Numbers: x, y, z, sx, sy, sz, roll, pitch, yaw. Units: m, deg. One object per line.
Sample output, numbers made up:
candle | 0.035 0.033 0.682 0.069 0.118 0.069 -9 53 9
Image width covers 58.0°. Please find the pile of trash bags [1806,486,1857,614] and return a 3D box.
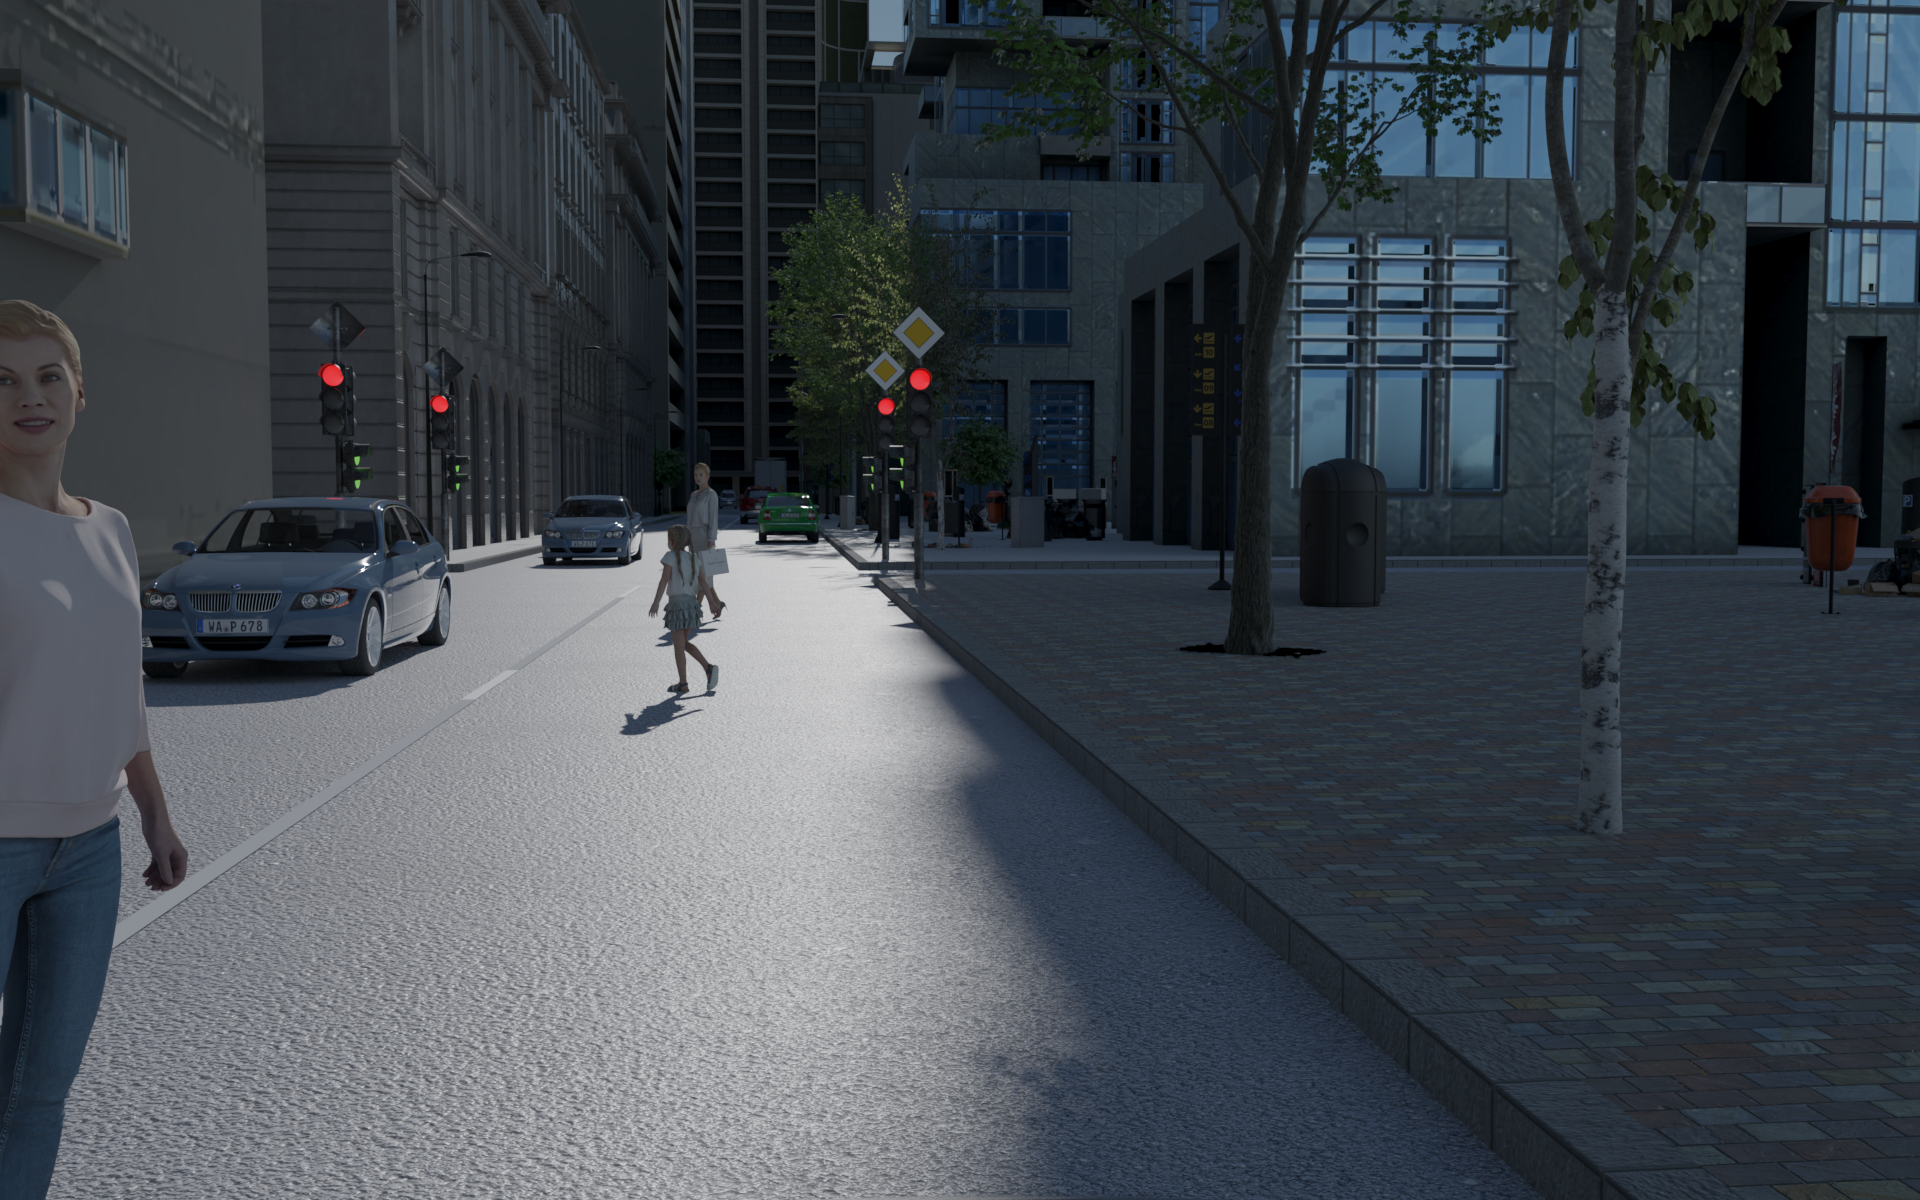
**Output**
pile of trash bags | 10.708 -0.515 18.168 3.447 1.369 1.912 2 4 23

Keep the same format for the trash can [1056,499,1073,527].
trash can | 3.367 -2.614 54.397 0.748 1.137 0.748 0 3 0

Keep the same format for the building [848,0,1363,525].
building | 5.698 -47.707 92.679 22.319 86.520 31.000 0 4 -6

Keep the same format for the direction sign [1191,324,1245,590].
direction sign | 3.514 -1.904 23.129 0.876 3.537 0.379 0 4 -4

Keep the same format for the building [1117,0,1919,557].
building | 20.132 -44.812 45.354 31.000 86.520 22.319 0 4 -6

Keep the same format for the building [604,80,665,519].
building | -22.122 -14.950 86.230 13.314 21.916 24.055 0 4 -6

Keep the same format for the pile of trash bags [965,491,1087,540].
pile of trash bags | 2.084 -2.442 49.684 3.447 1.369 1.912 -3 5 -42

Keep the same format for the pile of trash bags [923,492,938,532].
pile of trash bags | -0.366 -3.058 59.747 1.912 1.369 3.447 -2 4 -32

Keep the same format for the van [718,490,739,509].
van | -22.392 -9.813 167.460 2.013 2.044 4.112 0 4 -6

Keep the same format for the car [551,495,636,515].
car | -8.771 -1.822 41.798 2.014 1.417 4.499 0 4 -4

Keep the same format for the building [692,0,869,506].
building | -20.802 -46.648 200.950 20.611 71.187 20.563 0 4 -6

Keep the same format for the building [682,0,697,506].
building | -32.971 -36.656 141.320 21.231 58.520 28.212 0 4 -6

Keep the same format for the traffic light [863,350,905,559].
traffic light | -1.484 -2.757 34.001 0.839 4.253 0.868 0 4 -6

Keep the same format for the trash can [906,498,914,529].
trash can | -1.641 -3.229 64.452 0.748 1.137 0.748 0 3 0

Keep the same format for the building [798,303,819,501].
building | -1.908 -19.976 171.640 27.650 21.520 28.899 0 4 -6

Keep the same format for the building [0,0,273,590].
building | -19.216 -23.741 11.864 21.600 48.544 21.300 0 4 -6

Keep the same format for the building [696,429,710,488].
building | -40.782 -52.376 169.019 31.000 86.520 22.319 0 4 -6

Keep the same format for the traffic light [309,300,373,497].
traffic light | -9.002 -2.216 25.158 0.839 4.253 0.868 0 4 -6

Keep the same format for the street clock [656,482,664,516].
street clock | -17.495 -5.888 100.843 0.471 2.002 0.358 0 4 4

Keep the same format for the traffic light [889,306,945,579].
traffic light | -0.639 -2.272 26.060 0.839 4.253 0.868 0 4 -6

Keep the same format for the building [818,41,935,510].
building | 3.989 -27.722 145.142 32.217 40.220 23.993 0 4 -6

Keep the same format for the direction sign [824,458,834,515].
direction sign | -8.191 -7.103 108.134 0.876 3.537 0.379 3 5 41

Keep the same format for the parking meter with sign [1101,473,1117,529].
parking meter with sign | 5.930 -4.139 63.939 1.738 3.016 0.543 1 4 9

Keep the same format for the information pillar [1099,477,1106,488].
information pillar | 6.227 -4.355 75.699 0.304 2.012 0.304 0 4 -1

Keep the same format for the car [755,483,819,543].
car | -5.212 -2.663 52.343 1.959 1.807 4.718 0 4 -7

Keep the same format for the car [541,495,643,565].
car | -7.684 -1.496 36.460 2.014 1.417 4.499 0 4 -6

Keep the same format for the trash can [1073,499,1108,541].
trash can | 3.711 -2.212 47.820 0.748 1.137 0.748 0 3 0

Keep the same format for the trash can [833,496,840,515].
trash can | -7.263 -5.673 104.405 0.748 1.137 0.748 0 3 0

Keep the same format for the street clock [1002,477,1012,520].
street clock | 2.017 -4.255 74.136 0.358 2.002 0.471 3 4 36

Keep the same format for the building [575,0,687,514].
building | -29.997 -30.168 116.940 21.300 48.544 21.600 0 4 -6

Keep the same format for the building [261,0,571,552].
building | -17.822 -12.335 43.485 13.314 21.916 24.055 0 4 -6

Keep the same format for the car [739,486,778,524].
car | -9.610 -4.606 83.987 2.281 1.827 5.304 0 4 -5

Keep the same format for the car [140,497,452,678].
car | -5.628 -0.189 15.091 2.014 1.417 4.499 0 4 -5

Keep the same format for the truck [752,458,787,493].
truck | -15.253 -9.183 139.059 2.839 4.237 11.283 0 4 -7

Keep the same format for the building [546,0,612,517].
building | -18.859 -13.224 65.362 9.793 20.994 18.267 0 4 -6

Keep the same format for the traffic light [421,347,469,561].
traffic light | -9.846 -2.702 33.099 0.839 4.253 0.868 0 4 -6

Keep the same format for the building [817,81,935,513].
building | -3.298 -21.642 125.545 14.160 30.474 14.107 0 4 -6
